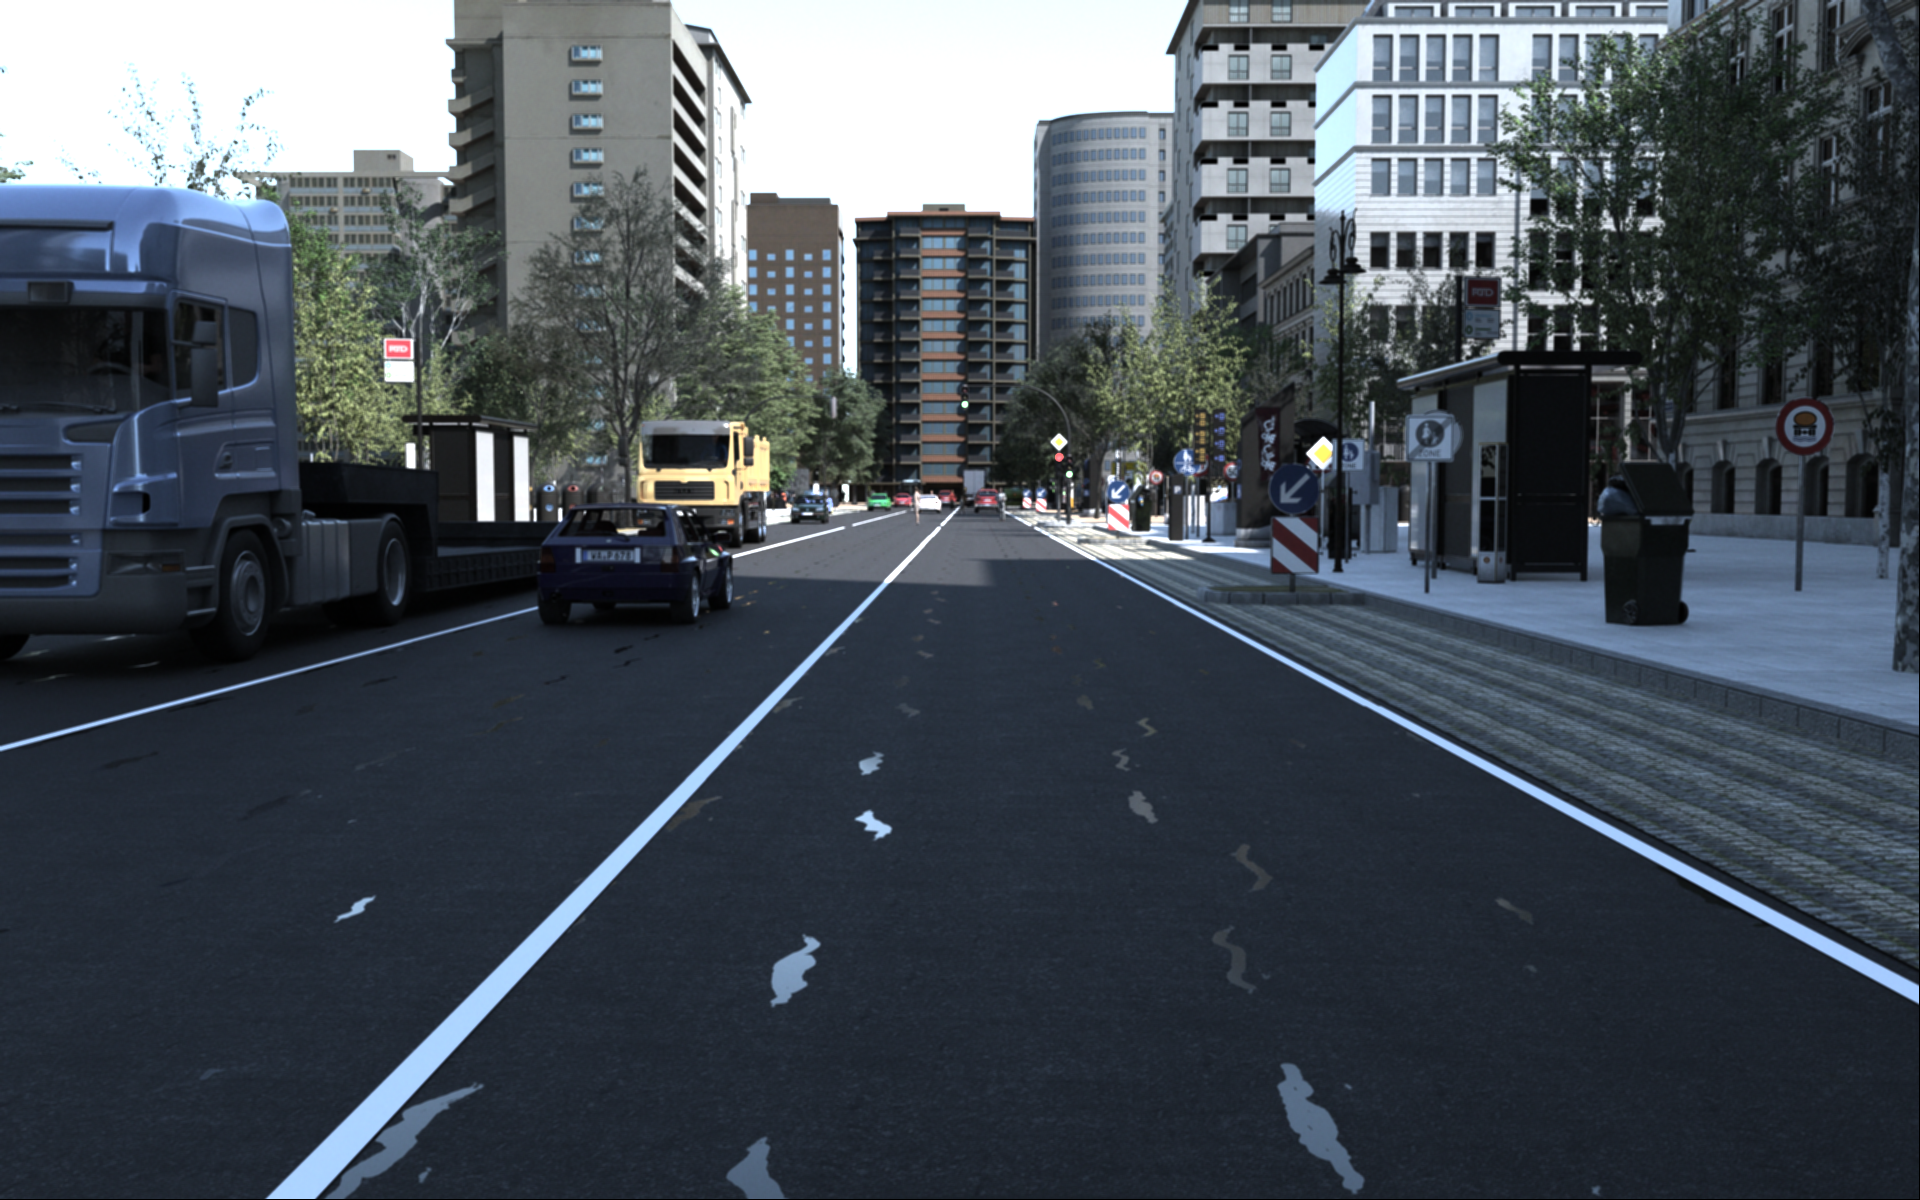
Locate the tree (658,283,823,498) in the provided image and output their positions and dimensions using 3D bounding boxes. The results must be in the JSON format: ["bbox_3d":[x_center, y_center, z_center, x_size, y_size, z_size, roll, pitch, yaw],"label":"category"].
[{"bbox_3d":[-12.630,-10.737,93.683,7.486,12.596,7.792,0,3,0],"label":"tree"}]

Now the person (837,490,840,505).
[{"bbox_3d":[-14.181,-11.790,199.333,0.750,1.759,0.617,0,4,0],"label":"person"}]

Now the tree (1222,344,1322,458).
[{"bbox_3d":[15.622,-8.257,85.366,4.360,8.622,3.978,0,3,0],"label":"tree"}]

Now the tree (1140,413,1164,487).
[{"bbox_3d":[17.937,-11.704,141.715,4.360,8.622,3.978,0,3,0],"label":"tree"}]

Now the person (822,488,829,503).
[{"bbox_3d":[-8.792,-6.416,113.212,0.447,1.846,0.655,-1,4,-20],"label":"person"}]

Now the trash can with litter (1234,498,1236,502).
[{"bbox_3d":[10.875,-3.322,65.694,1.055,1.170,0.624,-1,4,-22],"label":"trash can with litter"}]

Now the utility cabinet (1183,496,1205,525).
[{"bbox_3d":[9.608,-3.682,71.369,1.020,1.237,0.306,-2,4,-32],"label":"utility cabinet"}]

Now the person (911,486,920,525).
[{"bbox_3d":[-2.042,-4.356,80.066,0.374,1.781,0.599,2,4,24],"label":"person"}]

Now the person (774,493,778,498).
[{"bbox_3d":[-18.681,-10.203,176.100,0.421,1.427,0.697,2,4,31],"label":"person"}]

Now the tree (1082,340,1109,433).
[{"bbox_3d":[6.712,-6.970,64.328,4.737,8.622,4.395,0,3,0],"label":"tree"}]

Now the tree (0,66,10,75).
[{"bbox_3d":[-12.875,-4.223,19.414,4.737,8.622,4.395,0,3,0],"label":"tree"}]

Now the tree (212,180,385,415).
[{"bbox_3d":[-23.690,-8.142,58.875,9.928,11.665,9.643,0,3,0],"label":"tree"}]

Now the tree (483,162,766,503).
[{"bbox_3d":[-12.447,-9.431,64.574,12.009,13.543,11.850,0,3,0],"label":"tree"}]

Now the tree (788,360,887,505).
[{"bbox_3d":[-12.221,-15.869,166.116,9.857,13.997,8.962,0,3,0],"label":"tree"}]

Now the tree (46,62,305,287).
[{"bbox_3d":[-13.076,-4.844,29.563,4.360,8.622,3.978,0,3,0],"label":"tree"}]

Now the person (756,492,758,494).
[{"bbox_3d":[-22.073,-11.002,186.642,0.721,1.735,1.217,3,5,39],"label":"person"}]

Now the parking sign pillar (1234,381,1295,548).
[{"bbox_3d":[7.329,-3.249,41.587,1.447,3.967,1.447,-1,4,-8],"label":"parking sign pillar"}]

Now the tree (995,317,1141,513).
[{"bbox_3d":[7.699,-12.796,119.583,12.009,13.543,11.850,0,3,0],"label":"tree"}]

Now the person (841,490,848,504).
[{"bbox_3d":[-15.593,-13.849,232.111,1.348,1.869,0.705,1,4,22],"label":"person"}]

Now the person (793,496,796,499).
[{"bbox_3d":[-17.349,-10.648,183.324,0.628,1.438,0.799,-1,4,-17],"label":"person"}]

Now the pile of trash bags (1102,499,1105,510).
[{"bbox_3d":[10.367,-6.168,110.593,1.912,1.369,3.447,3,4,38],"label":"pile of trash bags"}]

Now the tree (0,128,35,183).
[{"bbox_3d":[-34.442,-9.327,59.157,9.857,13.997,8.962,0,3,0],"label":"tree"}]

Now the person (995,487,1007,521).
[{"bbox_3d":[2.148,-5.045,91.178,0.606,1.804,0.583,0,4,4],"label":"person"}]

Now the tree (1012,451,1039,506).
[{"bbox_3d":[8.187,-15.359,201.487,4.737,8.622,4.395,0,3,0],"label":"tree"}]

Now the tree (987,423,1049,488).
[{"bbox_3d":[8.018,-19.212,231.122,9.611,12.733,9.660,0,3,0],"label":"tree"}]

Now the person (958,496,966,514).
[{"bbox_3d":[0.125,-6.728,122.776,0.640,1.303,0.475,-3,5,-40],"label":"person"}]

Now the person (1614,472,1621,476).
[{"bbox_3d":[18.494,-2.641,48.581,0.474,1.900,0.648,0,4,2],"label":"person"}]

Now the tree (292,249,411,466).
[{"bbox_3d":[-18.942,-6.175,51.323,4.737,8.622,4.395,0,3,0],"label":"tree"}]

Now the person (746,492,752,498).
[{"bbox_3d":[-10.410,-4.662,84.745,0.654,1.822,0.581,0,4,5],"label":"person"}]

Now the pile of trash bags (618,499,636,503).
[{"bbox_3d":[-14.068,-3.780,71.558,1.912,1.369,3.447,1,4,13],"label":"pile of trash bags"}]

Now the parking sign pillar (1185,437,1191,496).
[{"bbox_3d":[10.882,-5.710,81.825,1.447,3.967,1.447,1,4,11],"label":"parking sign pillar"}]

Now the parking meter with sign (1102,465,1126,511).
[{"bbox_3d":[9.108,-6.615,104.410,1.738,3.016,0.543,0,4,-2],"label":"parking meter with sign"}]

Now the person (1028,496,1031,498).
[{"bbox_3d":[7.409,-11.224,189.650,0.705,1.812,1.348,-2,4,-23],"label":"person"}]

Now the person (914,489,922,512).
[{"bbox_3d":[-3.332,-7.970,138.898,0.778,1.811,0.616,-2,4,-30],"label":"person"}]

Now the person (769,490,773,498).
[{"bbox_3d":[-19.886,-10.795,182.536,0.705,1.824,1.348,-1,4,-22],"label":"person"}]

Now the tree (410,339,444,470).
[{"bbox_3d":[-24.062,-7.252,68.940,4.737,8.622,4.395,0,3,0],"label":"tree"}]

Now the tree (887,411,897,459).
[{"bbox_3d":[-12.166,-17.819,197.994,9.857,13.997,8.962,0,3,0],"label":"tree"}]

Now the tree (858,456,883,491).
[{"bbox_3d":[-12.174,-17.037,228.915,4.737,8.622,4.395,0,3,0],"label":"tree"}]

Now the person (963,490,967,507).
[{"bbox_3d":[0.561,-10.926,186.772,0.705,1.869,1.348,1,4,10],"label":"person"}]

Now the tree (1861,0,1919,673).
[{"bbox_3d":[8.078,-9.606,12.947,12.611,20.169,13.585,0,3,0],"label":"tree"}]

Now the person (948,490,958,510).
[{"bbox_3d":[-0.696,-9.151,158.049,0.705,1.831,1.348,3,4,38],"label":"person"}]

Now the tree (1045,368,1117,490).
[{"bbox_3d":[6.966,-9.040,98.160,4.360,8.622,3.978,0,3,0],"label":"tree"}]

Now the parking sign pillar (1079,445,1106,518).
[{"bbox_3d":[7.202,-6.459,94.074,1.447,3.967,1.447,2,4,35],"label":"parking sign pillar"}]

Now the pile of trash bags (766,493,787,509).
[{"bbox_3d":[-15.432,-8.347,146.225,1.912,1.369,3.447,1,4,16],"label":"pile of trash bags"}]

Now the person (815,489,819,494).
[{"bbox_3d":[-9.750,-6.689,118.421,0.519,1.759,0.362,-2,4,-28],"label":"person"}]

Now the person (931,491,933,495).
[{"bbox_3d":[-2.776,-9.634,166.571,0.434,1.755,0.990,-1,4,-12],"label":"person"}]

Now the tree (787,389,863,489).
[{"bbox_3d":[-12.331,-13.487,154.920,7.601,10.594,8.767,-1,4,-23],"label":"tree"}]

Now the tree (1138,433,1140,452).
[{"bbox_3d":[16.784,-12.061,147.559,4.360,8.622,3.978,0,3,0],"label":"tree"}]

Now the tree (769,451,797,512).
[{"bbox_3d":[-13.108,-8.454,121.929,4.285,4.588,4.351,0,3,0],"label":"tree"}]

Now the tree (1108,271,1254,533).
[{"bbox_3d":[7.383,-6.485,56.386,4.737,8.622,4.395,0,3,0],"label":"tree"}]

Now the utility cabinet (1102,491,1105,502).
[{"bbox_3d":[9.112,-6.596,116.521,1.173,1.500,0.318,-1,4,-12],"label":"utility cabinet"}]

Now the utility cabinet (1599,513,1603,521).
[{"bbox_3d":[31.371,-4.427,83.544,0.306,1.237,1.020,-2,4,-34],"label":"utility cabinet"}]

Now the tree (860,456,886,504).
[{"bbox_3d":[-11.719,-16.525,220.551,4.360,8.622,3.978,0,3,0],"label":"tree"}]

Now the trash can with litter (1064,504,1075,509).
[{"bbox_3d":[9.180,-8.165,144.880,1.055,1.170,0.624,3,5,39],"label":"trash can with litter"}]

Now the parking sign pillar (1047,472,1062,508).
[{"bbox_3d":[8.502,-10.193,155.127,1.447,3.967,1.447,0,4,-2],"label":"parking sign pillar"}]

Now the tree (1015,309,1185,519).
[{"bbox_3d":[7.011,-9.406,88.193,8.767,10.594,7.601,0,4,-2],"label":"tree"}]

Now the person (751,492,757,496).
[{"bbox_3d":[-20.172,-9.968,169.555,0.617,1.759,0.750,0,4,-5],"label":"person"}]

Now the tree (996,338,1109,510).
[{"bbox_3d":[7.997,-14.371,141.622,9.857,13.997,8.962,0,3,0],"label":"tree"}]

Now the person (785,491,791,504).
[{"bbox_3d":[-22.275,-13.244,222.562,1.348,1.826,0.705,2,4,24],"label":"person"}]
